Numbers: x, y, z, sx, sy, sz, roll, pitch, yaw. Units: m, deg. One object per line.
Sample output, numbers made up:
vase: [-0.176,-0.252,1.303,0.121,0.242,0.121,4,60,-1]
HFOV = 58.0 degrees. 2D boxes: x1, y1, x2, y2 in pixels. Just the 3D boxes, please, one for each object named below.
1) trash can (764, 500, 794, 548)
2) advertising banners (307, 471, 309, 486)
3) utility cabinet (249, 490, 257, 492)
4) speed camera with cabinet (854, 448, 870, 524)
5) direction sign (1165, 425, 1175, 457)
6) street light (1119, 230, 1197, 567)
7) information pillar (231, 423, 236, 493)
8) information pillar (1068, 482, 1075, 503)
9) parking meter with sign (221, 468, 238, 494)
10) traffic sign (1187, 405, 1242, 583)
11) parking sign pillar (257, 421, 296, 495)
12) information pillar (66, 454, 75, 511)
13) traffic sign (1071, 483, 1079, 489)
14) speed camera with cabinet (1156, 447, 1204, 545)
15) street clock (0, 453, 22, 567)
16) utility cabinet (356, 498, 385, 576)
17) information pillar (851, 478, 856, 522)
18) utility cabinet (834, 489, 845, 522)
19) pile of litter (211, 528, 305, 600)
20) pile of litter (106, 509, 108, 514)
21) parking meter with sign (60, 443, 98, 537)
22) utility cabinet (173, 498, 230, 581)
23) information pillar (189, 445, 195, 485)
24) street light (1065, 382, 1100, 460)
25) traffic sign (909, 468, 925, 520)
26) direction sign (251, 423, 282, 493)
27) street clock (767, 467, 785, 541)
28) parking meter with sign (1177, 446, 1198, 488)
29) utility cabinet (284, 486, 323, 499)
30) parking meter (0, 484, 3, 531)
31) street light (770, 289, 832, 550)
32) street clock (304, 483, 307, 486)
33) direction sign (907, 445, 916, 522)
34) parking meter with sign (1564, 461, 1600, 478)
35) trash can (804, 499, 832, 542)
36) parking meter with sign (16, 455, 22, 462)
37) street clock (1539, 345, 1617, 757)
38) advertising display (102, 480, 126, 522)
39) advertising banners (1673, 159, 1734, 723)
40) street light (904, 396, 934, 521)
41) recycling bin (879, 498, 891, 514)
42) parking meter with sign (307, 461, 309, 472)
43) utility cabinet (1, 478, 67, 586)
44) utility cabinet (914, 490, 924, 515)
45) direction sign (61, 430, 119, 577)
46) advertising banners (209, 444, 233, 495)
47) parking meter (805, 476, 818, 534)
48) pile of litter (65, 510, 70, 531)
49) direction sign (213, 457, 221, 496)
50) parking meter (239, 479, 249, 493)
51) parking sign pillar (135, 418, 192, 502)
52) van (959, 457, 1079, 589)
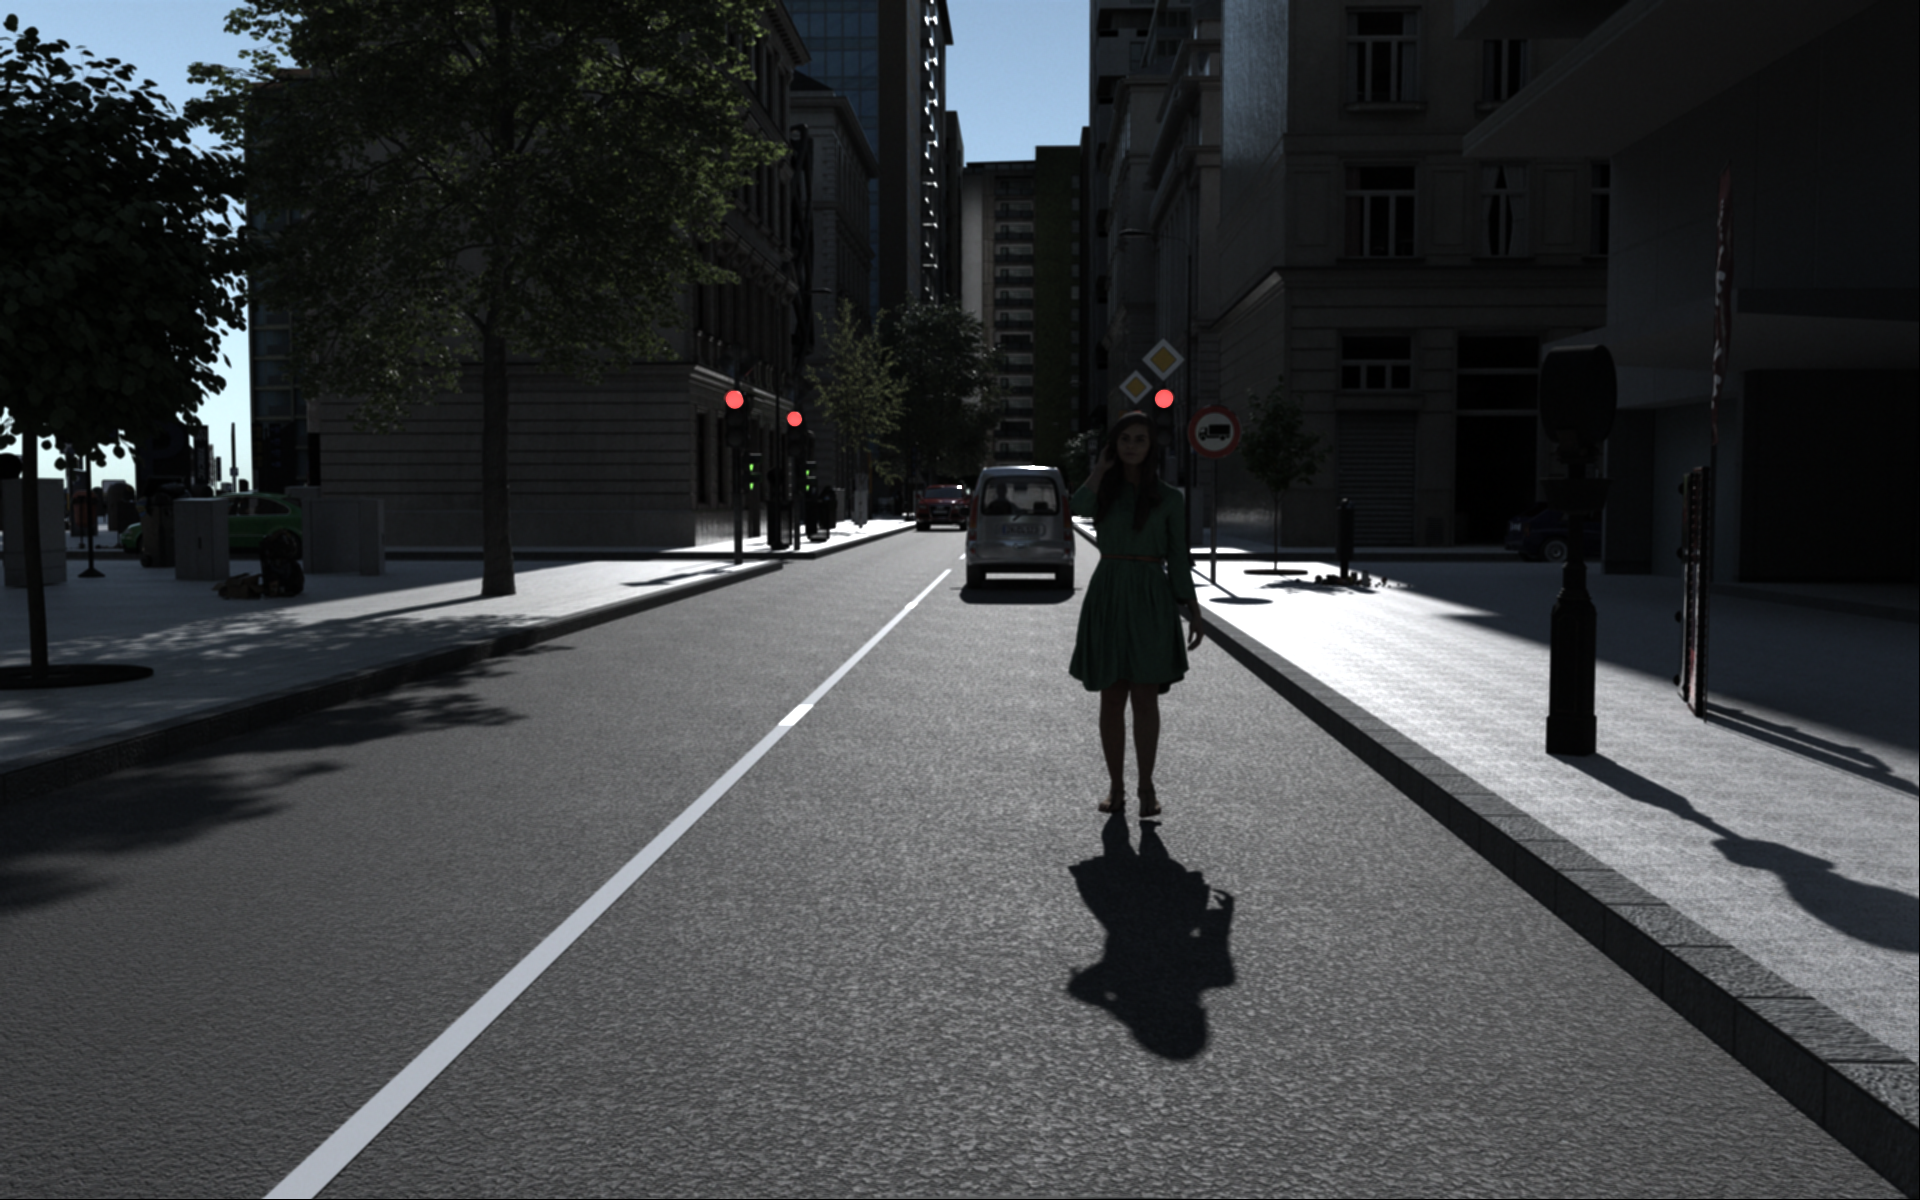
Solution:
trash can: [-4.292,-1.810,41.249,0.748,1.137,0.748,0,3,0]
advertising banners: [-41.758,-7.039,111.280,2.074,3.025,0.090,0,4,4]
utility cabinet: [-38.977,-5.350,96.157,1.173,1.500,0.318,0,4,-4]
speed camera with cabinet: [-4.212,-4.887,74.246,0.660,3.252,2.038,0,4,-1]
direction sign: [6.748,-3.932,56.292,0.379,3.537,0.876,3,4,36]
street light: [3.495,-3.551,30.607,1.470,5.913,1.316,0,4,2]
information pillar: [-23.738,-3.993,56.645,0.183,3.616,0.504,-1,4,-20]
information pillar: [6.902,-6.279,107.160,0.304,2.012,0.304,3,4,36]
parking meter with sign: [-48.547,-7.243,114.686,1.738,3.016,0.543,2,4,32]
traffic sign: [3.642,-1.513,24.839,0.768,2.556,0.104,0,4,7]
parking sign pillar: [-24.897,-4.562,63.061,1.447,3.967,1.447,-2,4,-27]
information pillar: [-41.740,-5.504,81.349,0.183,3.616,0.504,1,4,15]
traffic sign: [6.837,-6.131,100.247,0.884,2.594,0.081,1,4,9]
speed camera with cabinet: [5.355,-2.988,43.185,0.660,3.252,2.038,3,4,36]
street clock: [-16.830,-1.593,30.617,0.471,2.002,0.358,-3,4,-38]
utility cabinet: [-9.357,-1.005,27.598,0.306,1.237,1.020,-1,4,-13]
information pillar: [-4.855,-4.661,80.694,0.304,2.012,0.304,2,4,24]
utility cabinet: [-5.724,-4.277,78.609,0.318,1.500,1.173,2,4,35]
pile of litter: [-8.853,-0.478,21.784,1.176,0.858,1.719,0,4,4]
pile of litter: [-54.571,-5.905,110.508,1.176,0.858,1.719,-1,4,-9]
parking meter with sign: [-26.727,-3.448,52.633,0.543,3.016,1.738,-1,4,-9]
utility cabinet: [-11.346,-0.901,25.892,1.020,1.237,0.306,2,4,35]
information pillar: [-36.565,-5.587,82.698,0.504,3.616,0.183,1,4,13]
street light: [5.221,-6.059,71.606,1.470,5.913,1.316,0,4,2]
traffic sign: [-2.138,-5.155,84.287,0.884,2.594,0.081,0,4,6]
direction sign: [-22.136,-3.874,55.338,0.876,3.537,0.379,-2,4,-24]
street clock: [-4.977,-2.588,46.886,0.471,2.002,0.358,-1,4,-14]
parking meter with sign: [6.444,-3.374,51.420,1.738,3.016,0.543,-3,5,-42]
utility cabinet: [-18.854,-2.516,49.817,1.173,1.500,0.318,1,4,21]
parking meter: [-33.211,-3.329,60.134,0.255,1.863,0.399,-1,4,-13]
street light: [-3.606,-4.087,39.360,1.470,5.913,1.316,0,4,2]
street clock: [-41.631,-6.479,110.503,0.471,2.002,0.358,3,5,39]
direction sign: [-2.257,-5.434,80.835,0.379,3.537,0.876,-2,4,-26]
parking meter with sign: [14.194,-2.649,39.568,1.738,3.016,0.543,2,4,31]
trash can: [-3.821,-2.145,46.724,0.748,1.137,0.748,0,3,0]
parking meter with sign: [-41.430,-4.914,76.609,0.543,3.016,1.738,-2,4,-28]
street clock: [3.028,-0.242,8.524,0.358,2.002,0.471,3,4,38]
advertising display: [-38.320,-4.481,78.479,0.974,1.923,0.123,-1,4,-21]
advertising banners: [4.335,-0.852,10.118,0.090,3.025,2.074,1,4,18]
street light: [-1.937,-6.690,81.929,1.470,5.913,1.316,0,4,2]
recycling bin: [-4.948,-6.224,114.323,0.722,1.027,0.722,0,4,8]
parking meter with sign: [-34.177,-5.823,91.471,0.543,3.016,1.738,-1,4,-19]
utility cabinet: [-12.942,-0.950,24.208,0.318,1.500,1.173,0,4,-3]
utility cabinet: [-2.438,-5.944,105.860,0.318,1.500,1.173,-2,4,-28]
direction sign: [-13.445,-2.123,26.705,0.876,3.537,0.379,-1,4,-21]
advertising banners: [-25.844,-3.932,60.480,0.090,3.025,2.074,-3,5,-44]
parking meter: [-4.779,-3.059,55.723,0.255,1.863,0.399,3,4,36]
pile of litter: [-31.622,-2.899,61.365,1.176,0.858,1.719,-2,4,-33]
direction sign: [-45.212,-6.925,105.217,0.379,3.537,0.876,1,4,22]
parking meter: [-28.308,-3.840,68.493,0.255,1.863,0.399,0,4,-1]
parking sign pillar: [-21.021,-3.499,45.687,1.447,3.967,1.447,-2,4,-33]
van: [0.965,-1.261,27.630,2.013,2.044,4.112,0,4,2]
